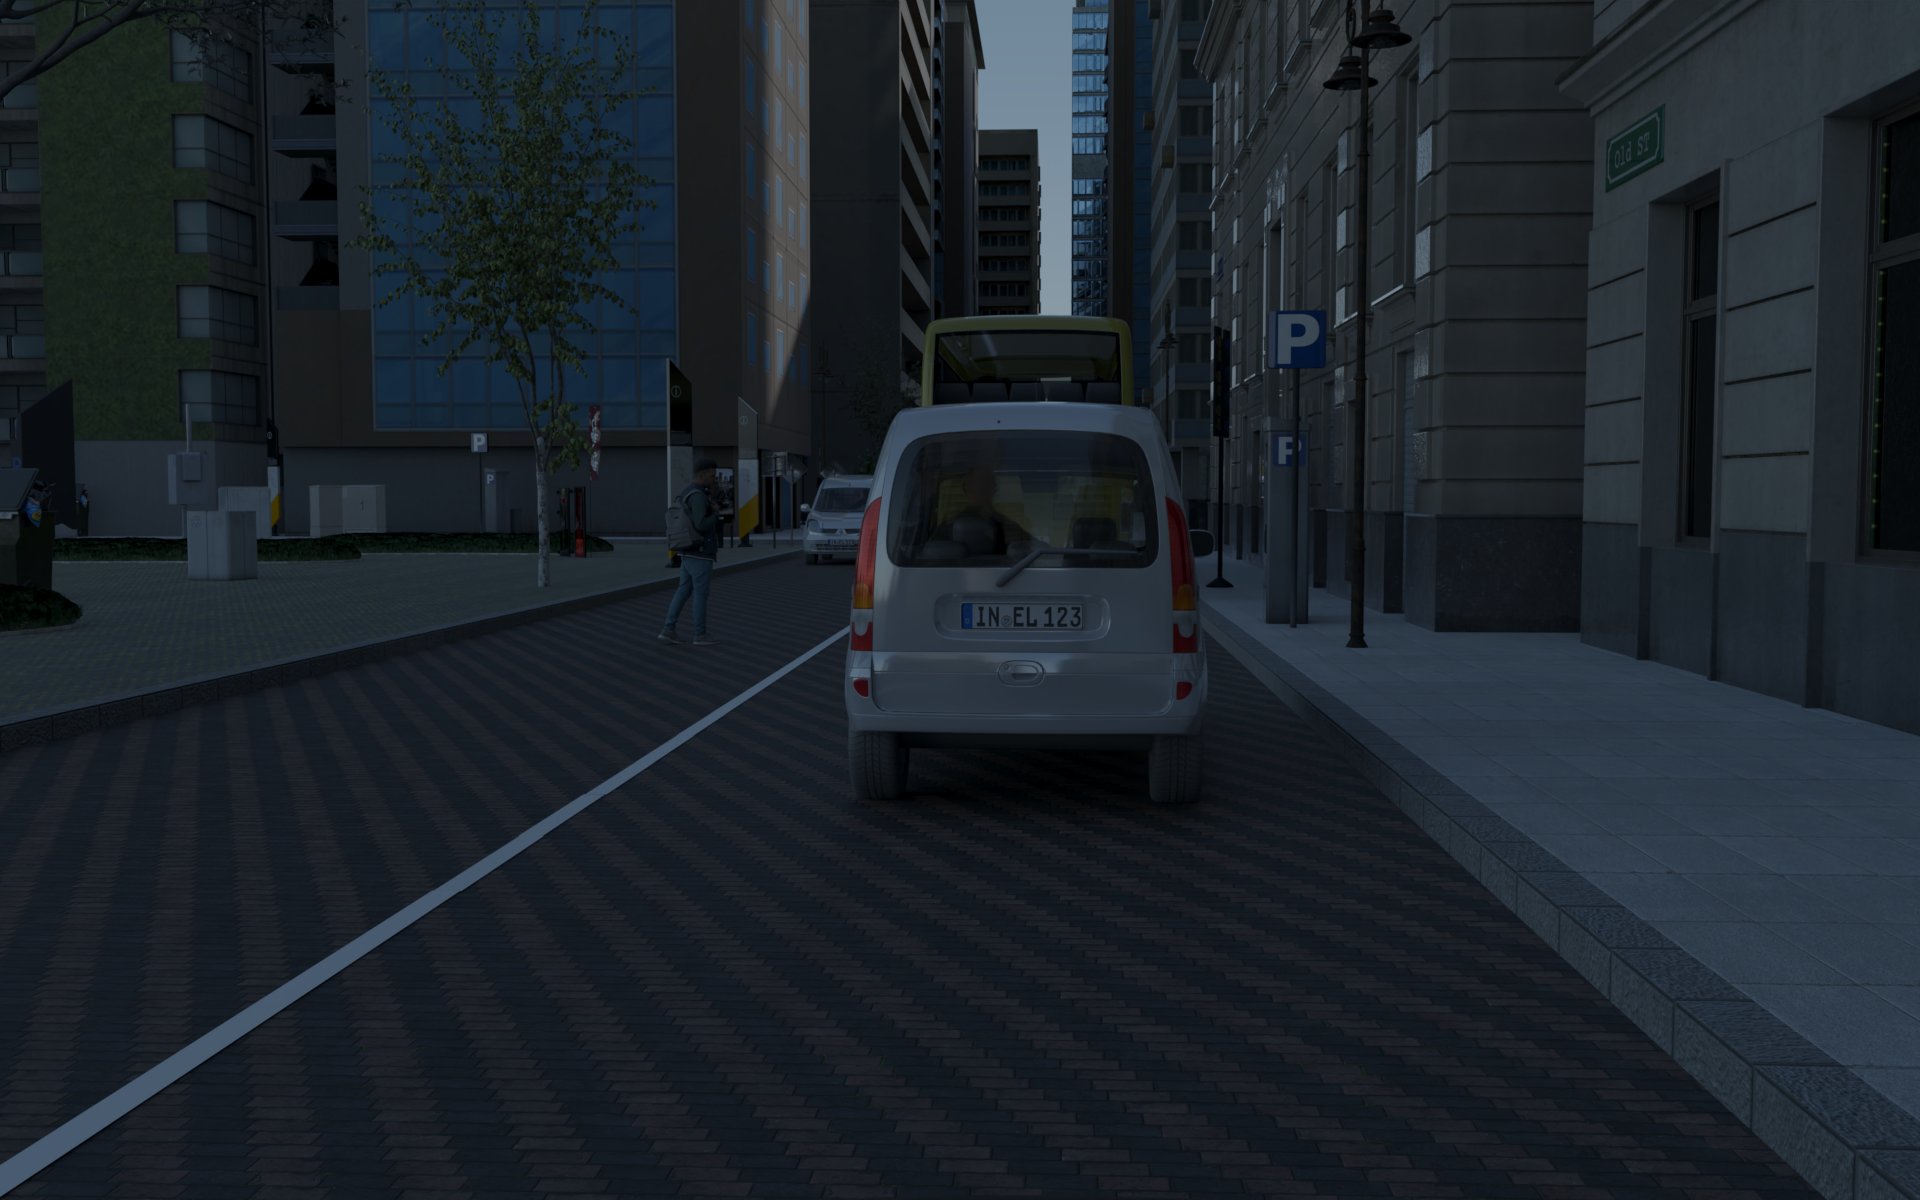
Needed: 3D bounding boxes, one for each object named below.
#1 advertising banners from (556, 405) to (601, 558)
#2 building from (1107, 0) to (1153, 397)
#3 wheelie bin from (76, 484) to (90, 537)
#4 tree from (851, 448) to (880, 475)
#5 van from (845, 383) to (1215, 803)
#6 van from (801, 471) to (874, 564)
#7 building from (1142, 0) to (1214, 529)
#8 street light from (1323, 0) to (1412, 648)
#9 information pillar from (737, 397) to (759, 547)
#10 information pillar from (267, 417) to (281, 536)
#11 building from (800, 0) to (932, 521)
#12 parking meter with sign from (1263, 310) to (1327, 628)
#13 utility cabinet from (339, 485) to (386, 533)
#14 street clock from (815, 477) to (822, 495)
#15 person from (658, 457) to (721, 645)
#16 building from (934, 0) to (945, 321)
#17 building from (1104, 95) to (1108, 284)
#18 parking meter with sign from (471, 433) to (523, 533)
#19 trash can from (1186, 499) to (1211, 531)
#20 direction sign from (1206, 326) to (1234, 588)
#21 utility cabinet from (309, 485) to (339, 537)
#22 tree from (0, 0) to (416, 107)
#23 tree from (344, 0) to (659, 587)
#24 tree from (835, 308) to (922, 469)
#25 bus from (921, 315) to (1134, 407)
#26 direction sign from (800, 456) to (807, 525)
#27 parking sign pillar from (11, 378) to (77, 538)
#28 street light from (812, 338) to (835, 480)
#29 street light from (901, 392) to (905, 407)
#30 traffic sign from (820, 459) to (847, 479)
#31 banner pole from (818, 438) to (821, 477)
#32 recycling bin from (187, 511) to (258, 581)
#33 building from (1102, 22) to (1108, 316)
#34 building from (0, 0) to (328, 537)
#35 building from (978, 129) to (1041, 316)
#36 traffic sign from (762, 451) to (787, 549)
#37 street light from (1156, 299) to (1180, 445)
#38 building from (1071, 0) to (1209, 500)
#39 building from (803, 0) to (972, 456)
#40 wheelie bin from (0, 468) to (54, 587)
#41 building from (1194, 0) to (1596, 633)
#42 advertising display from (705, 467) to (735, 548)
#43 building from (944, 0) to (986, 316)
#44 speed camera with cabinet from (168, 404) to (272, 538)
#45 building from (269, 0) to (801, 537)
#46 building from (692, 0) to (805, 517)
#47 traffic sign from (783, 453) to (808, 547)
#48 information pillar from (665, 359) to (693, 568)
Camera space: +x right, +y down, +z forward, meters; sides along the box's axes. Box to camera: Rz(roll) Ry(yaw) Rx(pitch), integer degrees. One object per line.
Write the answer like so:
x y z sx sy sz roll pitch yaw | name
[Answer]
-7.684 -2.370 34.941 0.090 3.025 2.074 -3 4 -36 | advertising banners
18.325 -29.455 131.703 14.600 45.320 14.200 0 4 3 | building
-26.539 -2.689 51.874 0.980 1.594 0.693 0 4 2 | wheelie bin
-3.860 -4.798 73.042 1.663 3.219 1.824 0 3 0 | tree
0.417 -0.149 9.454 2.013 2.044 4.112 0 4 4 | van
-2.287 -1.810 36.597 2.013 2.044 4.112 0 4 2 | van
19.575 -22.936 66.886 23.993 40.220 32.217 0 4 3 | building
3.323 -2.540 14.324 0.468 5.910 1.993 0 4 3 | street light
-5.119 -3.085 41.802 0.504 3.616 0.183 1 4 10 | information pillar
-20.832 -3.744 52.562 0.504 3.616 0.183 2 4 33 | information pillar
-12.854 -28.585 91.060 21.300 48.544 21.600 0 4 3 | building
3.294 -1.289 17.341 0.543 3.016 1.738 0 4 7 | parking meter with sign
-14.386 -2.025 41.787 1.173 1.500 0.318 2 4 30 | utility cabinet
-6.086 -4.309 75.021 0.358 2.002 0.471 0 4 -5 | street clock
-2.501 -0.465 16.448 0.721 1.781 0.623 -3 4 -38 | person
-11.202 -50.566 139.433 22.319 86.520 31.000 0 4 3 | building
26.560 -34.430 182.532 23.786 49.044 30.456 0 4 3 | building
-13.425 -3.309 50.370 0.543 3.016 1.738 1 4 21 | parking meter with sign
6.904 -2.346 50.017 0.748 1.137 0.748 0 3 0 | trash can
3.583 -1.943 23.773 0.379 3.537 0.876 1 4 21 | direction sign
-15.630 -2.096 42.954 0.318 1.500 1.173 1 4 17 | utility cabinet
-7.288 -6.135 10.670 12.009 13.543 11.850 0 3 0 | tree
-5.906 -4.477 23.562 4.737 8.622 4.395 0 3 0 | tree
-3.114 -7.229 68.551 4.360 8.622 3.978 0 3 0 | tree
1.144 -2.140 26.533 2.896 3.916 12.252 0 4 3 | bus
-6.509 -4.884 71.850 0.379 3.537 0.876 1 4 16 | direction sign
-21.102 -3.144 39.876 1.447 3.967 1.447 2 4 28 | parking sign pillar
-4.048 -4.818 51.554 0.468 5.910 1.993 0 4 3 | street light
-2.569 -6.464 78.471 0.468 5.910 1.993 0 4 3 | street light
-3.650 -2.843 50.129 0.795 2.450 0.064 0 4 3 | traffic sign
-6.301 -5.365 77.730 0.401 3.779 0.863 -1 4 -10 | banner pole
-11.067 -0.822 25.993 0.722 1.027 0.722 1 4 11 | recycling bin
23.796 -30.492 153.163 22.147 44.769 28.867 0 4 3 | building
-28.873 -22.922 58.373 14.086 41.232 14.154 0 4 3 | building
-0.575 -36.483 220.193 21.600 48.544 21.300 0 4 3 | building
-4.365 -2.360 40.720 0.606 2.300 0.079 1 4 9 | traffic sign
4.931 -4.186 41.234 0.468 5.910 1.993 0 4 3 | street light
25.687 -55.349 217.628 31.000 86.520 22.319 0 4 3 | building
-6.145 -31.370 163.003 14.600 45.320 14.200 0 4 3 | building
-11.559 -0.815 21.232 0.980 1.594 0.693 1 4 14 | wheelie bin
10.706 -14.051 27.002 12.463 27.353 25.104 0 4 3 | building
-5.792 -2.189 41.007 0.974 1.923 0.123 -2 4 -35 | advertising display
-11.596 -36.469 185.511 27.495 52.752 28.713 0 4 3 | building
-16.526 -2.711 38.667 2.038 3.252 0.660 -3 5 -41 | speed camera with cabinet
-12.879 -24.893 57.111 14.600 45.320 14.200 0 4 3 | building
-9.130 -28.546 116.844 14.600 45.320 14.200 0 4 3 | building
-4.094 -2.356 42.156 0.795 2.450 0.064 0 4 3 | traffic sign
-4.890 -2.375 30.183 0.504 3.616 0.183 -3 5 -44 | information pillar
